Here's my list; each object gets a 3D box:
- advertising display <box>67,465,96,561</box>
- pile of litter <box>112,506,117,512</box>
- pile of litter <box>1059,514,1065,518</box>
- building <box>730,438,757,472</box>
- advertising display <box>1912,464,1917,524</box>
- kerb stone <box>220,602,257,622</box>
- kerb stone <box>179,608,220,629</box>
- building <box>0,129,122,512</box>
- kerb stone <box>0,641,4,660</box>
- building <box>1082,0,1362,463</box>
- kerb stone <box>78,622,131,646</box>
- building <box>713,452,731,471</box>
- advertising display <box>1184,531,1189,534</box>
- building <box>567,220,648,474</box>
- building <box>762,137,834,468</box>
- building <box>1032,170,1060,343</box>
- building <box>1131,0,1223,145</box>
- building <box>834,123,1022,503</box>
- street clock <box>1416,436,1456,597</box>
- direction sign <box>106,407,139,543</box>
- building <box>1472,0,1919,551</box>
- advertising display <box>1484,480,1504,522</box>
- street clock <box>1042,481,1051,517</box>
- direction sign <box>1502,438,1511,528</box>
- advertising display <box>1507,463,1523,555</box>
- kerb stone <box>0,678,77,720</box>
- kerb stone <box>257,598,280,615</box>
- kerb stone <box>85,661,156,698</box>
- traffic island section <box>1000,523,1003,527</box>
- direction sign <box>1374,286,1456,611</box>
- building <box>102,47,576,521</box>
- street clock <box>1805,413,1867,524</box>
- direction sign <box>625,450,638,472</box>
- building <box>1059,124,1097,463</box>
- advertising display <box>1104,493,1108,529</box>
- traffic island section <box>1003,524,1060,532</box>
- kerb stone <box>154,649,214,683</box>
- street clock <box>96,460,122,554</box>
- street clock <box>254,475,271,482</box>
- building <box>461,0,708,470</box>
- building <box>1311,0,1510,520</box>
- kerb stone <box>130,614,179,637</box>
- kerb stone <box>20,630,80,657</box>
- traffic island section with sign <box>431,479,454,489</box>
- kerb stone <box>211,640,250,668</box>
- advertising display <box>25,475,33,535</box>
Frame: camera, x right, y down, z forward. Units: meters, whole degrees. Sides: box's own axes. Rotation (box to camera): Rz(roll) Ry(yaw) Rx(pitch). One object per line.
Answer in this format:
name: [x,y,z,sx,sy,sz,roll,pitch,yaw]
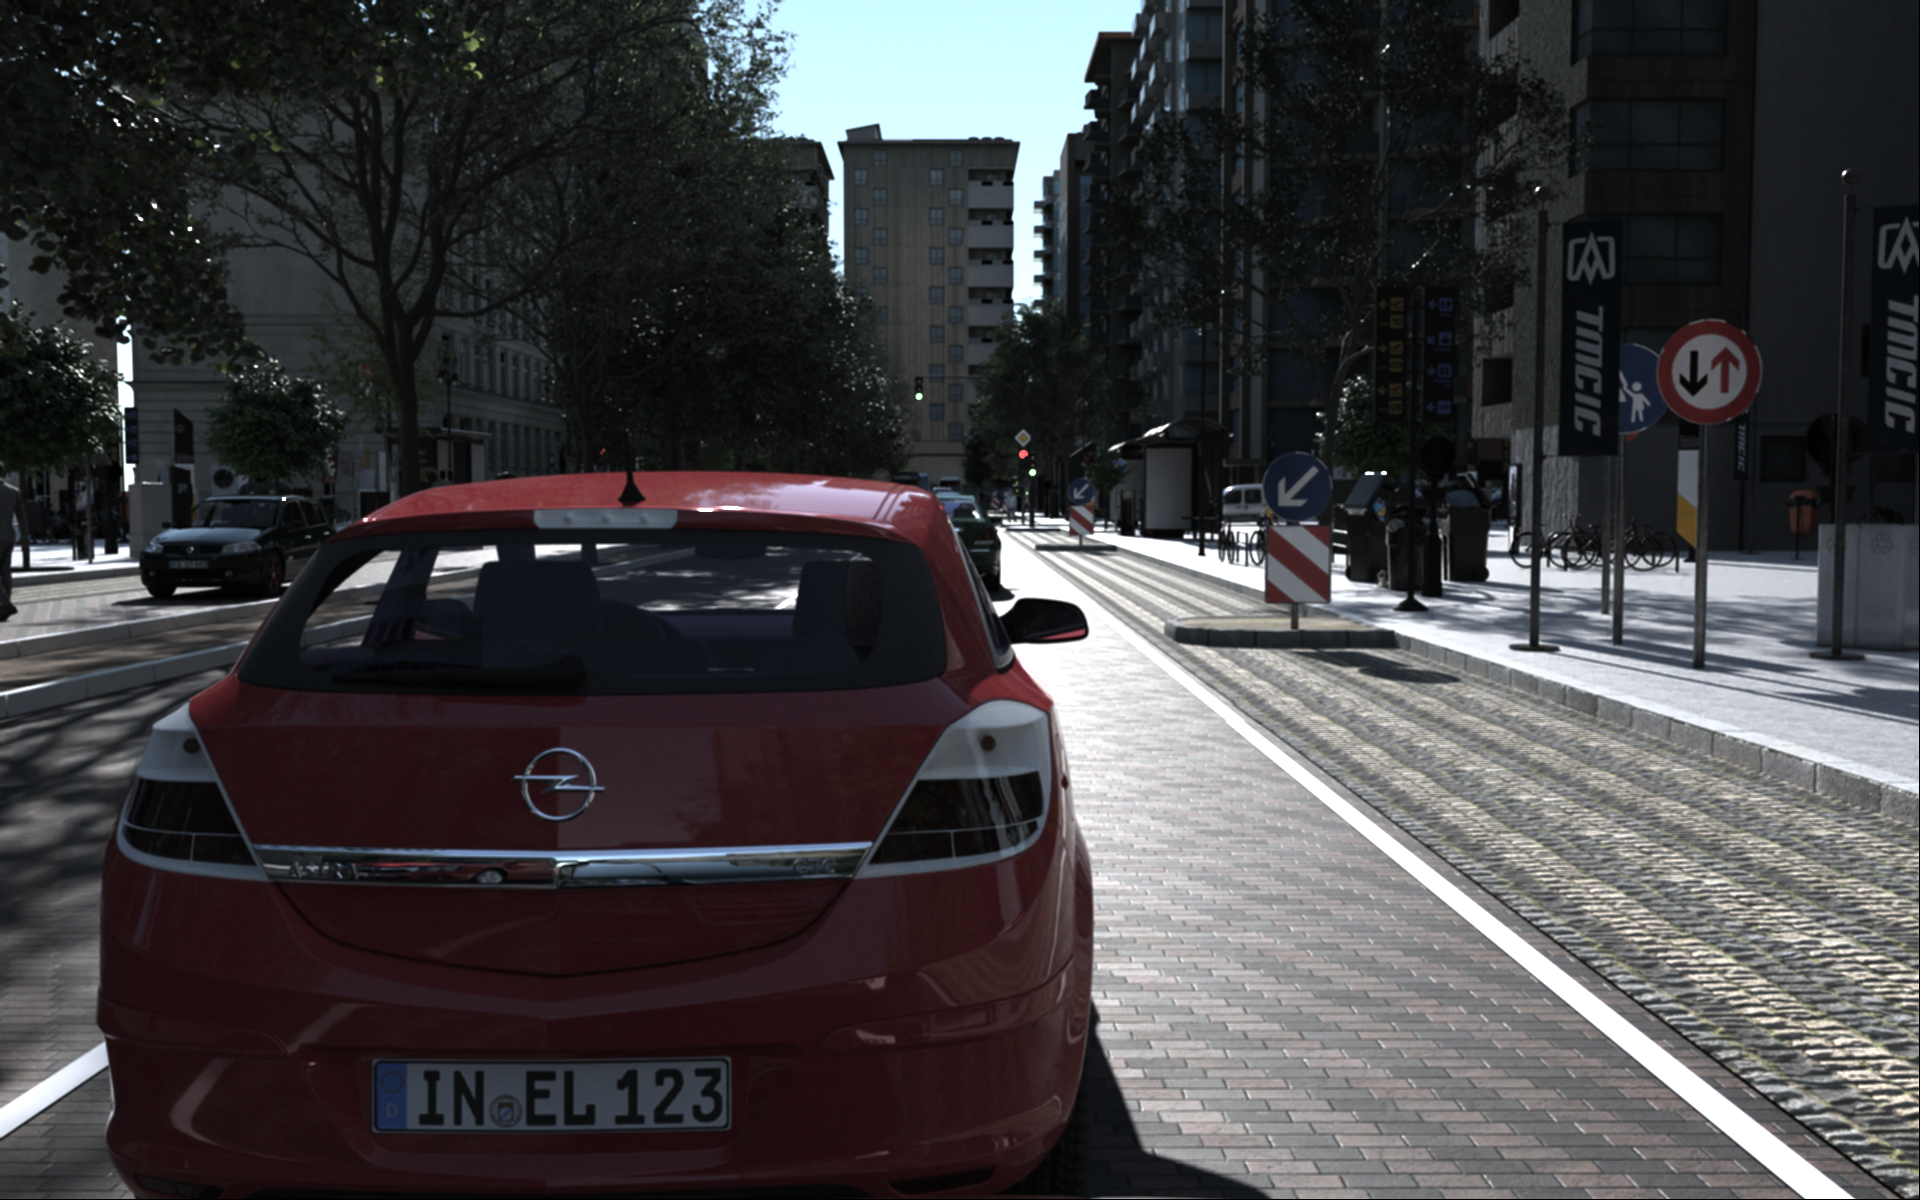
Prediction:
advertising display: [-17.101,-1.745,33.747,0.123,1.923,0.974,0,4,-5]
pile of litter: [-32.394,-3.180,65.951,1.176,0.858,1.719,3,5,44]
pile of litter: [6.022,-4.897,94.033,1.176,0.858,1.719,-2,4,-26]
building: [-39.148,-21.996,204.672,28.899,21.520,27.650,0,4,0]
advertising display: [20.722,-1.924,36.676,0.974,1.923,0.123,1,4,14]
kerb stone: [-8.299,0.151,19.736,0.120,0.150,1.000,0,4,0]
kerb stone: [-8.298,0.213,18.714,0.120,0.150,1.000,0,4,0]
building: [-52.923,-14.161,86.286,16.860,20.320,10.420,0,4,0]
kerb stone: [-8.282,0.464,14.613,0.120,0.150,1.000,0,4,0]
building: [23.135,-31.174,164.318,22.147,44.769,28.867,0,4,0]
kerb stone: [-8.294,0.339,16.660,0.120,0.150,1.000,0,4,0]
building: [-31.477,-30.233,177.904,14.154,41.232,14.086,0,4,0]
advertising display: [7.102,-3.086,55.664,0.123,1.923,0.974,-2,4,-27]
building: [-31.378,-19.034,130.295,14.460,24.649,34.723,0,4,0]
building: [-30.797,-40.699,254.666,27.495,52.752,28.713,0,4,0]
building: [25.733,-38.696,252.285,30.456,49.044,23.786,0,4,0]
building: [25.131,-31.460,133.978,23.786,49.044,30.456,0,4,0]
building: [-3.301,-40.693,254.561,27.495,52.752,28.713,0,4,0]
street clock: [5.898,-1.040,21.582,0.471,2.002,0.358,-1,4,-9]
direction sign: [-21.818,-3.250,45.140,0.876,3.537,0.379,0,4,4]
building: [20.884,-16.715,44.992,14.160,30.474,14.107,0,4,0]
advertising display: [24.823,-4.607,80.544,0.123,1.923,0.974,-3,5,-39]
street clock: [4.768,-5.542,95.174,0.471,2.002,0.358,-1,4,-22]
direction sign: [20.876,-4.508,65.710,0.379,3.537,0.876,-2,4,-27]
advertising display: [11.759,-1.927,36.719,0.123,1.923,0.974,0,4,7]
kerb stone: [-6.155,0.649,11.586,0.120,0.150,1.000,0,4,0]
kerb stone: [-8.303,0.090,20.760,0.120,0.150,1.000,0,4,0]
kerb stone: [-6.165,0.586,12.616,0.120,0.150,1.000,0,4,0]
traffic island section: [2.742,-3.206,74.694,2.009,0.180,2.903,0,4,0]
direction sign: [4.971,-1.652,19.001,0.876,3.537,0.379,0,4,-2]
building: [-32.456,-16.120,96.849,16.112,22.955,30.059,0,4,0]
street clock: [7.854,-0.672,15.558,0.358,2.002,0.471,-3,5,-41]
direction sign: [-16.846,-5.920,88.796,0.876,3.537,0.379,2,4,31]
building: [19.405,-34.265,210.347,14.600,45.320,14.200,0,4,0]
advertising display: [5.362,-3.564,63.482,0.123,1.923,0.974,0,4,4]
traffic island section: [2.786,-2.717,66.709,2.009,0.180,2.903,0,4,0]
kerb stone: [-6.171,0.529,13.641,0.120,0.150,1.000,0,4,0]
street clock: [-18.198,-1.989,37.087,0.358,2.002,0.471,1,4,22]
street clock: [-19.613,-2.705,48.800,0.471,2.002,0.358,-1,4,-13]
building: [-35.191,-32.792,159.851,21.300,48.544,21.600,0,4,0]
building: [27.243,-26.861,93.796,28.867,44.769,22.147,0,4,0]
kerb stone: [-8.289,0.276,17.682,0.120,0.150,1.000,0,4,0]
kerb stone: [-8.278,0.401,15.635,0.120,0.150,1.000,0,4,0]
traffic island section with sign: [-13.301,-2.176,44.204,1.989,1.847,2.006,0,4,0]
kerb stone: [-6.187,0.465,14.669,0.120,0.150,1.000,0,4,0]
advertising display: [-29.220,-3.003,54.319,0.123,1.923,0.974,-3,4,-37]
